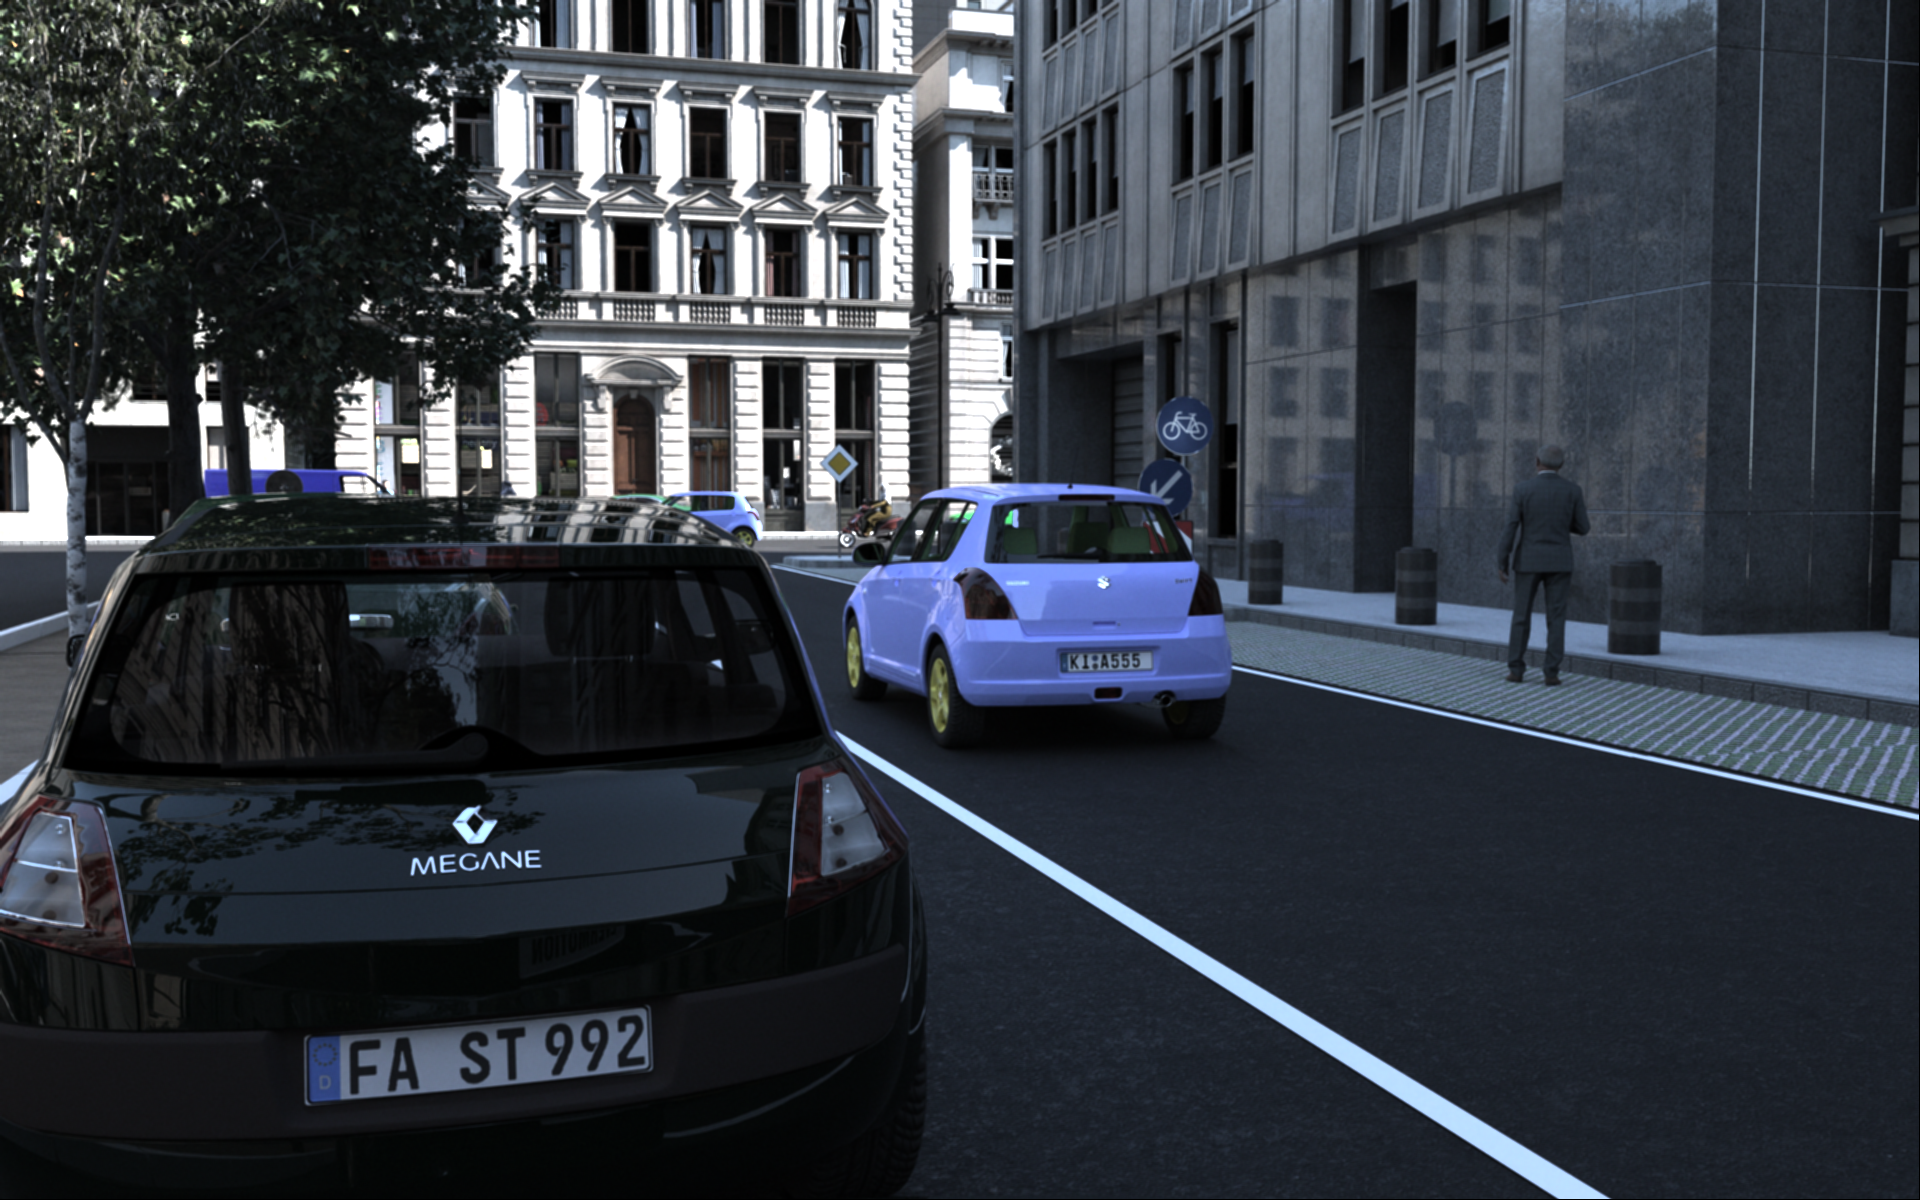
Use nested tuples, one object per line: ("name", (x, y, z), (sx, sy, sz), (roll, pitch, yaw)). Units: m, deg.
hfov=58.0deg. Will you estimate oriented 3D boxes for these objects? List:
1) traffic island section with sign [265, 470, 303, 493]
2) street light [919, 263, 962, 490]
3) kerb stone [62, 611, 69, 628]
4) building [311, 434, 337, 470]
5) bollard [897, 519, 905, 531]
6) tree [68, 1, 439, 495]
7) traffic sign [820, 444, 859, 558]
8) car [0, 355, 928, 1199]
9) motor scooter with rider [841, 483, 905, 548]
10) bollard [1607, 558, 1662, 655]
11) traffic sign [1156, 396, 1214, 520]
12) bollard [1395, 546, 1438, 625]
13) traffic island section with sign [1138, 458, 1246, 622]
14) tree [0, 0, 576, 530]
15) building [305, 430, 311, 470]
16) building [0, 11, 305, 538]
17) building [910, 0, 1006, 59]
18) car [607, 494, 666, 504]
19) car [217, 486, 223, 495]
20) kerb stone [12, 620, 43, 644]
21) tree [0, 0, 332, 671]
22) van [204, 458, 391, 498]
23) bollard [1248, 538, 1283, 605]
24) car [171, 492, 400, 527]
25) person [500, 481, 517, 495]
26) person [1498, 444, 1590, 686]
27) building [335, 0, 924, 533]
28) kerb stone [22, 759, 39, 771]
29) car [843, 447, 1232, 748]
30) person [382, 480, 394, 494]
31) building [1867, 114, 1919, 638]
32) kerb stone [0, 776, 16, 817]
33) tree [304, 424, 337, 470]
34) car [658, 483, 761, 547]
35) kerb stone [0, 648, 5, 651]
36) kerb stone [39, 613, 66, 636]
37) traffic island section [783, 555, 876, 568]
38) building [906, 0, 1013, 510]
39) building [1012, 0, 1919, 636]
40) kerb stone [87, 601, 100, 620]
("traffic island section with sign", (-12.499, -1.454, 31.907), (2.006, 1.907, 1.989), (-1, 4, -17))
("street light", (-0.401, -3.790, 34.754), (0.468, 5.910, 1.993), (-1, 4, -17))
("kerb stone", (-9.658, 0.213, 18.727), (0.120, 0.150, 1.000), (-1, 4, -17))
("building", (-77.597, -47.289, 211.424), (20.611, 71.187, 20.563), (-1, 4, -17))
("bollard", (-1.110, -1.297, 35.916), (0.404, 0.777, 0.398), (0, 3, 0))
("tree", (-12.072, -6.369, 28.646), (6.751, 12.117, 7.091), (0, 3, 0))
("traffic sign", (-2.411, -1.892, 34.571), (0.795, 2.450, 0.064), (-1, 4, -17))
("car", (-1.367, 0.316, 4.622), (2.009, 1.686, 4.222), (-1, 4, -18))
("motor scooter with rider", (-2.290, -2.284, 46.309), (1.986, 1.779, 0.876), (-1, 4, -16))
("bollard", (5.435, 0.047, 13.947), (0.404, 0.777, 0.398), (0, 3, 0))
("traffic sign", (2.924, -1.378, 22.644), (0.768, 2.556, 0.104), (0, 4, -8))
("bollard", (4.502, -0.145, 17.082), (0.404, 0.777, 0.398), (0, 3, 0))
("traffic island section with sign", (1.969, -0.693, 19.952), (1.989, 1.847, 2.006), (-1, 4, -17))
("tree", (-9.422, -6.197, 20.790), (9.611, 12.733, 9.660), (0, 3, 0))
("building", (-72.170, -24.455, 171.542), (14.107, 30.474, 14.160), (-1, 4, -17))
("building", (-30.067, -12.205, 54.296), (16.860, 20.320, 10.420), (-1, 4, -17))
("building", (-7.061, -45.808, 187.220), (20.611, 71.187, 20.563), (-1, 4, -17))
("car", (-9.982, -2.407, 51.156), (4.920, 1.459, 2.131), (-1, 4, -18))
("car", (-13.735, -1.599, 35.928), (4.222, 1.686, 2.009), (-1, 4, -16))
("kerb stone", (-9.074, 0.333, 16.750), (0.120, 0.150, 1.000), (-1, 4, -17))
("tree", (-7.198, -3.740, 13.965), (4.360, 8.622, 3.978), (0, 3, 0))
("van", (-15.944, -2.358, 42.931), (5.245, 2.365, 2.240), (-1, 4, -17))
("bollard", (3.566, -0.336, 20.217), (0.404, 0.777, 0.398), (0, 3, 0))
("car", (-3.328, 0.165, 9.104), (2.131, 1.459, 4.920), (-1, 4, -18))
("person", (-10.738, -1.951, 41.071), (0.621, 1.740, 0.551), (0, 4, 3))
("person", (4.389, -0.268, 13.065), (0.661, 1.801, 0.590), (1, 4, 11))
("building", (-11.900, -14.151, 60.254), (19.941, 23.489, 11.050), (-1, 4, -17))
("kerb stone", (-4.417, 0.840, 8.462), (0.120, 0.150, 1.000), (-1, 4, -17))
("car", (0.335, -0.099, 11.215), (1.945, 1.707, 3.694), (-1, 4, -15))
("person", (-16.462, -2.532, 49.758), (0.638, 1.841, 0.748), (1, 4, 23))
("building", (18.193, -11.078, 0.218), (14.460, 24.649, 34.723), (-1, 4, -17))
("kerb stone", (-4.119, 0.900, 7.479), (0.120, 0.150, 1.000), (-1, 4, -17))
("tree", (-59.851, -13.827, 160.481), (8.767, 10.594, 7.601), (-1, 4, -14))
("car", (-6.839, -2.059, 43.259), (3.694, 1.707, 1.945), (-1, 4, -18))
("kerb stone", (-8.776, 0.394, 15.763), (0.120, 0.150, 1.000), (-1, 4, -17))
("kerb stone", (-9.358, 0.273, 17.735), (0.120, 0.150, 1.000), (-1, 4, -17))
("traffic island section", (-2.391, -0.757, 34.655), (2.009, 0.180, 2.903), (-1, 4, -17))
("building", (9.013, -13.828, 67.894), (24.055, 21.916, 13.314), (-1, 4, -17))
("building", (9.636, -12.728, 26.132), (12.078, 24.808, 19.932), (-1, 4, -17))
("kerb stone", (-9.955, 0.151, 19.722), (0.120, 0.150, 1.000), (-1, 4, -17))
